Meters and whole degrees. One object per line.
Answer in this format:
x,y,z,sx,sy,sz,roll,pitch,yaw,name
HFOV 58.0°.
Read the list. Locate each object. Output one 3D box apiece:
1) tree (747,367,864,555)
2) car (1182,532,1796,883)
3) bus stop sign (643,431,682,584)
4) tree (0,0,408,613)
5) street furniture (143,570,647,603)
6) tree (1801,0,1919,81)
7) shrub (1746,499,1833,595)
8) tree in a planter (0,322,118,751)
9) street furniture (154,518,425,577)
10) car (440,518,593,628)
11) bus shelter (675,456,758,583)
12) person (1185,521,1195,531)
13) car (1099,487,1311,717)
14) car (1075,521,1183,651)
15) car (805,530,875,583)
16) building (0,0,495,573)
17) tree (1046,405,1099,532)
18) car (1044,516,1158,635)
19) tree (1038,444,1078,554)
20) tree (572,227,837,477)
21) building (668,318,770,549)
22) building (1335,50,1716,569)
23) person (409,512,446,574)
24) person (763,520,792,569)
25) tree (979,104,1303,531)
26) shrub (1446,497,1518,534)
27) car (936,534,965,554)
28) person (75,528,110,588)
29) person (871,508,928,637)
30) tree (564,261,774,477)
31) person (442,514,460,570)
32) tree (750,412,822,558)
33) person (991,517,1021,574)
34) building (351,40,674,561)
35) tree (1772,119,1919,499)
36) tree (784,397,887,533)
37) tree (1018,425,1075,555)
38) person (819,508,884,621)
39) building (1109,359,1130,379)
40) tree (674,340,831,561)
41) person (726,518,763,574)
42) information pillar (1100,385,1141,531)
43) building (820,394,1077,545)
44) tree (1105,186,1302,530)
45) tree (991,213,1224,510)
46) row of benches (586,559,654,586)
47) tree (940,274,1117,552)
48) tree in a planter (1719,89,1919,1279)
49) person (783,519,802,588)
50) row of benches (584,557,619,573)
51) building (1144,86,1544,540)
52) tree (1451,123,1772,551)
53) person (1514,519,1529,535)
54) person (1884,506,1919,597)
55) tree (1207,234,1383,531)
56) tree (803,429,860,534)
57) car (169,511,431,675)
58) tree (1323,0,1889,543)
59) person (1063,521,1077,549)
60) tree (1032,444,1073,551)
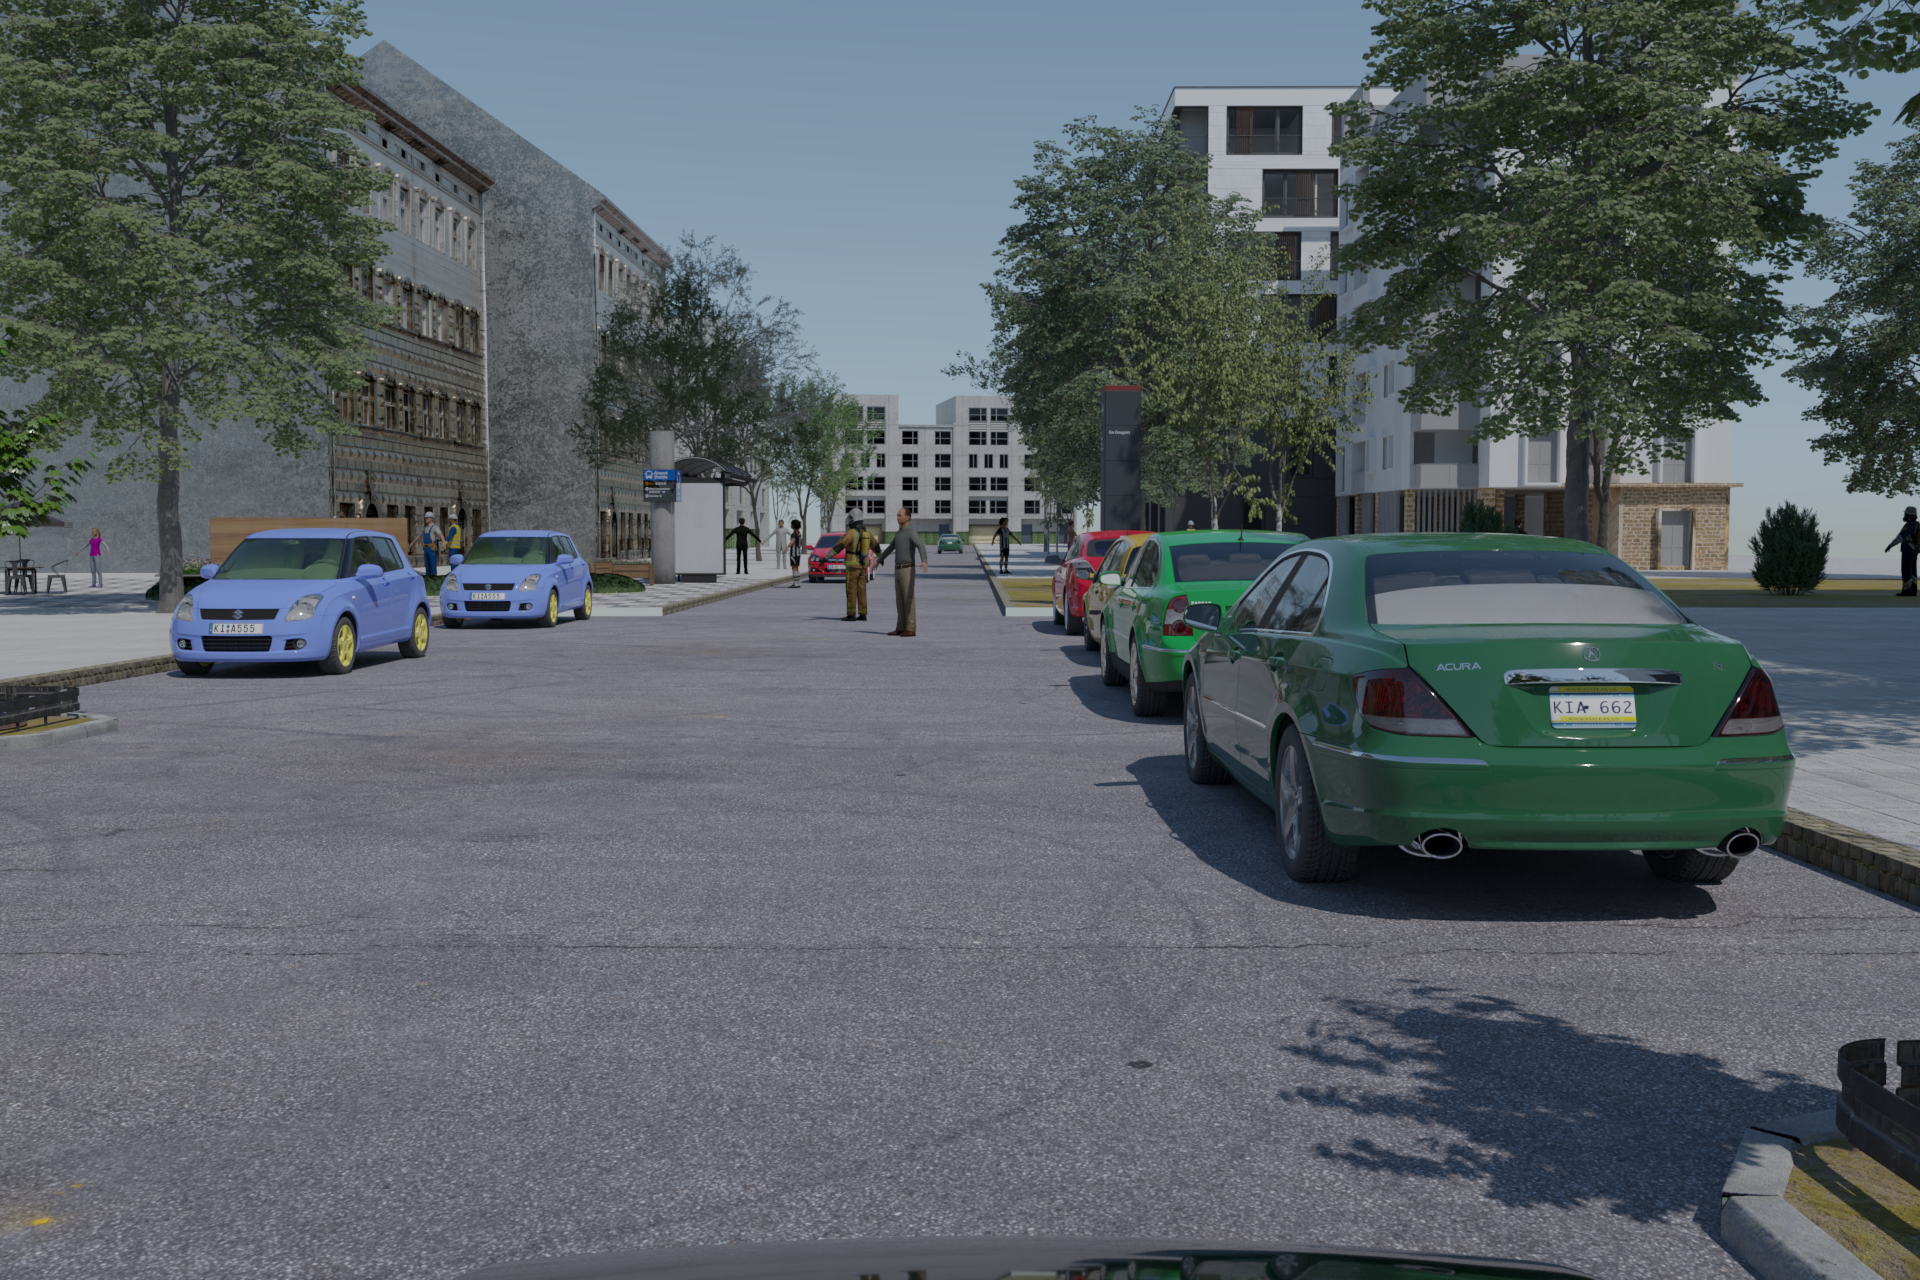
-9.857,-11.188,108.680,9.928,11.665,9.643,0,3,0,tree
2.248,0.198,8.555,2.131,1.459,4.920,0,4,-1,car
-7.617,-3.386,44.384,0.837,3.901,0.837,0,4,1,bus stop sign
-12.650,-6.732,28.190,7.486,12.596,7.792,0,3,0,tree
-11.753,-1.274,36.449,10.072,0.657,5.734,-2,4,-30,street furniture
7.992,-5.605,9.762,7.486,12.596,7.792,0,3,0,tree
17.463,-1.960,36.473,1.690,2.028,1.600,0,3,0,shrub
-7.125,-0.906,12.033,1.991,3.239,1.994,0,4,0,tree in a planter
-19.655,-2.523,48.103,9.812,1.723,11.010,-1,4,-23,street furniture
-7.037,-1.103,27.618,1.945,1.707,3.694,0,4,0,car
-6.921,-3.305,47.963,2.014,3.302,5.546,0,4,0,bus shelter
8.425,-3.493,63.578,1.216,1.772,0.721,-1,4,-13,person
2.233,-0.378,14.970,1.959,1.807,4.718,0,4,-1,car
2.389,-0.604,20.105,2.015,1.641,3.980,0,4,-1,car
-3.544,-2.634,52.108,2.155,1.783,4.494,0,4,0,car
-29.698,-14.336,65.316,19.493,23.208,18.063,0,4,1,building
5.937,-8.104,82.865,4.737,8.622,4.395,0,3,0,tree
2.376,-1.043,26.096,2.155,1.783,4.494,0,4,0,car
6.542,-9.900,112.223,4.737,8.622,4.395,0,3,0,tree
-10.179,-9.724,69.357,12.009,13.543,11.850,0,3,0,tree
-27.623,-17.769,156.983,16.747,18.905,31.486,0,4,1,building
21.455,-13.309,74.030,16.016,20.090,11.380,0,4,0,building
-13.534,-2.344,44.174,1.347,1.847,0.705,2,4,33,person
-6.520,-3.488,63.215,1.347,1.806,0.705,0,4,-3,person
5.483,-8.896,52.112,9.857,13.997,8.962,0,3,0,tree
10.825,-1.964,36.157,1.661,2.075,1.752,0,3,0,shrub
-0.704,-7.001,126.265,2.131,1.459,4.920,0,4,1,car
-20.562,-1.948,41.111,0.991,1.433,0.599,1,4,17,person
-0.798,-0.952,24.289,0.705,1.796,1.348,-2,4,-35,person
-9.820,-7.601,58.684,7.601,10.594,8.767,-1,4,-14,tree
-13.922,-2.541,47.517,0.705,1.833,1.349,0,4,-2,person
-10.150,-8.831,94.756,4.360,8.622,3.978,0,3,0,tree
1.446,-3.032,55.713,1.345,1.843,0.704,-3,5,-45,person
-25.528,-15.639,86.632,19.493,23.208,18.063,0,4,0,building
27.902,-8.644,47.988,9.857,13.997,8.962,0,3,0,tree
-9.556,-12.379,128.155,9.928,11.665,9.643,0,3,0,tree
5.487,-9.625,107.728,4.360,8.622,3.978,0,3,0,tree
-1.728,-1.241,28.524,1.354,1.858,0.705,-3,5,-43,person
23.976,-18.459,168.256,16.747,18.905,31.486,0,3,0,building
-9.689,-8.997,81.518,7.601,10.594,8.767,3,5,45,tree
-6.936,-2.991,55.097,1.347,1.806,0.705,0,4,-7,person
2.823,-2.516,30.516,0.750,3.857,0.750,0,4,-2,information pillar
-1.912,-21.938,227.606,31.486,18.905,16.747,-1,4,-10,building
5.301,-5.264,36.425,4.737,8.622,4.395,0,3,0,tree
6.057,-9.994,70.065,9.857,13.997,8.962,0,3,0,tree
-9.527,-1.688,43.059,4.104,0.672,1.422,0,4,-6,row of benches
4.948,-16.551,126.504,12.611,20.169,13.585,0,3,0,tree
2.541,-0.356,3.045,1.991,3.239,1.994,0,4,0,tree in a planter
-4.389,-2.279,45.868,0.704,1.843,1.345,1,4,10,person
-10.882,-1.873,46.093,4.104,0.672,1.422,-1,4,-17,row of benches
23.866,-15.389,95.580,27.936,21.610,32.646,0,4,1,building
16.534,-7.252,44.319,9.928,11.665,9.643,0,3,0,tree
17.099,-2.827,52.937,0.721,1.740,1.216,-3,5,-42,person
19.535,-1.828,35.671,1.354,1.856,0.705,-2,4,-31,person
8.285,-5.701,43.568,4.737,8.622,4.395,0,3,0,tree
-9.211,-10.370,119.905,4.737,8.622,4.395,0,3,0,tree
-7.076,-0.561,18.769,1.945,1.707,3.694,0,4,1,car
8.873,-6.512,24.599,7.486,12.596,7.792,0,3,0,tree
3.795,-3.126,57.921,0.721,1.733,1.217,-2,4,-29,person
6.052,-8.982,97.216,4.737,8.622,4.395,0,3,0,tree
